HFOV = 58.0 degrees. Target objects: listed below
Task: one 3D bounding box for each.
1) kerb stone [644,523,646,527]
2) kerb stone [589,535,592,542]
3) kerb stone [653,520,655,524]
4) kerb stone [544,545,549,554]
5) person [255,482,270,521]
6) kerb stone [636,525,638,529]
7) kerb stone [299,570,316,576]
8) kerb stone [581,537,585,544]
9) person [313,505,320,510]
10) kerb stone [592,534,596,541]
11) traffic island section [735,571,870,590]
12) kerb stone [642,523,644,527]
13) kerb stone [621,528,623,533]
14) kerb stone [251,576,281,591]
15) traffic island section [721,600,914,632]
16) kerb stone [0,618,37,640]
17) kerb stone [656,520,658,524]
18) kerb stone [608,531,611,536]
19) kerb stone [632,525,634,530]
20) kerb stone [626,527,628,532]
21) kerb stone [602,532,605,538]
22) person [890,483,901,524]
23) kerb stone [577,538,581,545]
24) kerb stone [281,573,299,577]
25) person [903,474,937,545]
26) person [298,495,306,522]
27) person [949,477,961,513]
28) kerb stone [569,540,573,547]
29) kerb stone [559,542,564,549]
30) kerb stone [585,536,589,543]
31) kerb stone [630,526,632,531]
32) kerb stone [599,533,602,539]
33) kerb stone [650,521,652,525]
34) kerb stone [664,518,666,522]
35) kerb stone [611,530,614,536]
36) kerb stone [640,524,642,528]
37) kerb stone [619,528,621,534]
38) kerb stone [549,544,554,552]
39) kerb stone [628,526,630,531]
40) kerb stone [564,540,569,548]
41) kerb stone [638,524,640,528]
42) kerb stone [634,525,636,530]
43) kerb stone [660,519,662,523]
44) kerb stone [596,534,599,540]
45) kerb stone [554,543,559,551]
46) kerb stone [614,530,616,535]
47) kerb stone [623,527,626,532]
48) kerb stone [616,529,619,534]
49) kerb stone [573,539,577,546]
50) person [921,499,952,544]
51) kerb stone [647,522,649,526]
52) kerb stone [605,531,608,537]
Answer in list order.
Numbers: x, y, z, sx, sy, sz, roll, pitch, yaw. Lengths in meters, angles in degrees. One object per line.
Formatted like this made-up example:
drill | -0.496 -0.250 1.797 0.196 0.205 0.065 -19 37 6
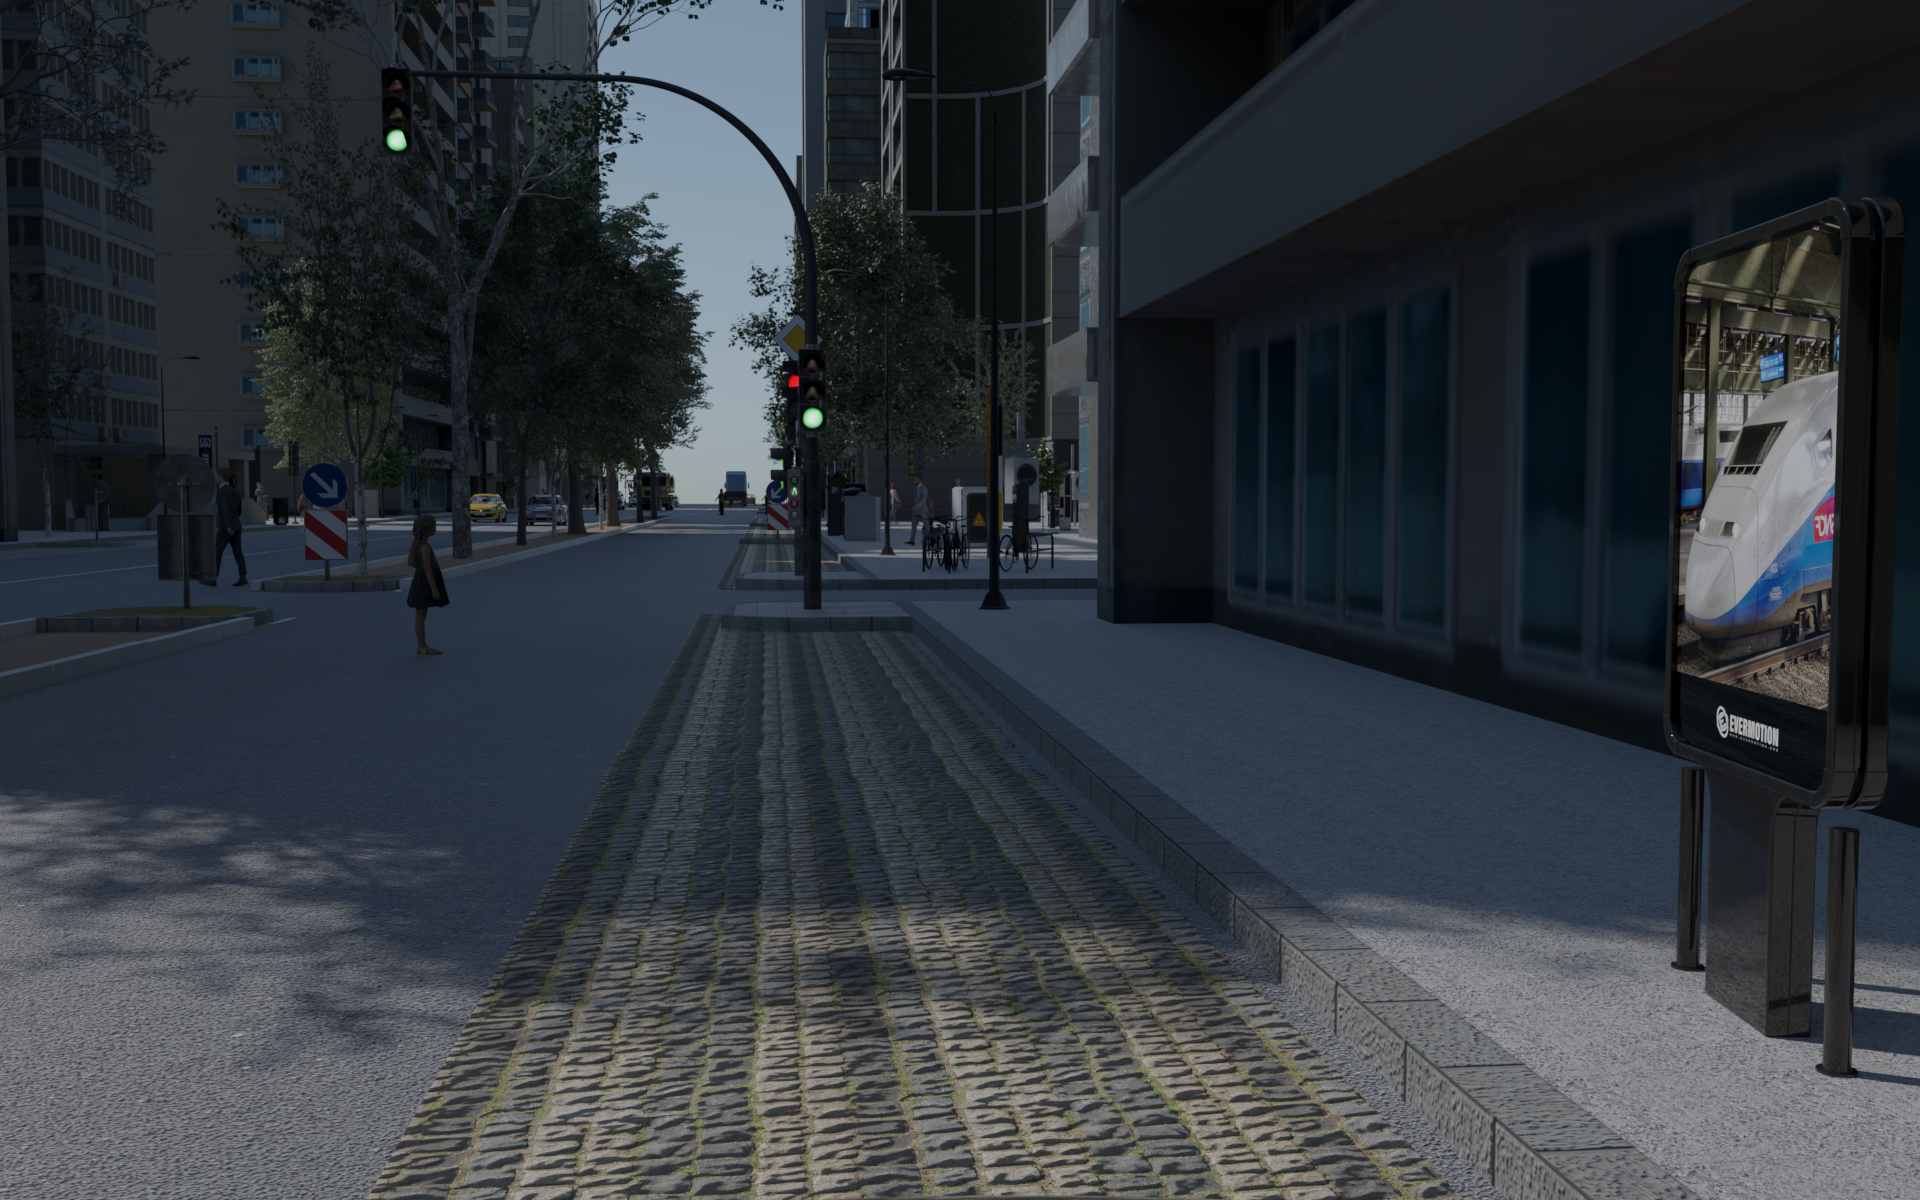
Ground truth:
kerb stone | -13.687 -3.184 74.253 0.120 0.150 1.000 0 4 -6
kerb stone | -11.199 -1.814 51.861 0.120 0.150 1.000 0 4 -6
kerb stone | -14.377 -3.557 80.356 0.120 0.150 1.000 0 4 -6
kerb stone | -10.067 -1.188 41.680 0.120 0.150 1.000 0 4 -6
person | -33.550 -4.738 83.310 0.655 1.846 0.447 -1 4 -20
kerb stone | -13.234 -2.933 70.168 0.120 0.150 1.000 0 4 -6
kerb stone | -10.675 -0.359 28.084 0.120 0.150 1.000 0 4 -6
kerb stone | -10.978 -1.690 49.822 0.120 0.150 1.000 0 4 -6
person | -31.661 -4.812 85.477 0.466 1.731 0.760 3 5 42
kerb stone | -11.317 -1.876 52.876 0.120 0.150 1.000 0 4 -6
traffic island section | -2.510 -0.305 27.270 2.009 0.180 2.903 0 4 -6
kerb stone | -13.573 -3.115 73.238 0.120 0.150 1.000 0 4 -6
kerb stone | -12.446 -2.495 63.052 0.120 0.150 1.000 0 4 -6
kerb stone | -10.447 -0.235 26.045 0.120 0.150 1.000 0 4 -6
traffic island section | -1.630 0.180 19.333 2.009 0.180 2.903 0 4 -6
kerb stone | -9.492 0.292 17.418 0.120 0.150 1.000 0 4 -6
kerb stone | -14.593 -3.682 82.389 0.120 0.150 1.000 0 4 -6
kerb stone | -11.876 -2.181 57.958 0.120 0.150 1.000 0 4 -6
kerb stone | -13.012 -2.810 68.134 0.120 0.150 1.000 0 4 -6
kerb stone | -12.672 -2.618 65.087 0.120 0.150 1.000 0 4 -6
kerb stone | -11.656 -2.061 55.923 0.120 0.150 1.000 0 4 -6
person | -2.868 -4.157 74.594 0.643 1.750 0.593 -2 4 -24
kerb stone | -10.864 -1.628 48.807 0.120 0.150 1.000 0 4 -6
kerb stone | -10.566 -0.295 27.060 0.120 0.150 1.000 0 4 -6
person | -0.979 -2.253 43.152 0.850 1.792 0.678 -2 4 -25
person | -30.791 -4.300 81.022 0.362 1.253 0.373 -3 5 -39
person | -0.053 -2.728 50.925 0.520 1.790 0.573 -1 4 -9
kerb stone | -10.639 -1.503 46.775 0.120 0.150 1.000 0 4 -6
kerb stone | -10.413 -1.378 44.726 0.120 0.150 1.000 0 4 -6
kerb stone | -11.089 -1.748 50.840 0.120 0.150 1.000 0 4 -6
kerb stone | -12.903 -2.748 67.117 0.120 0.150 1.000 0 4 -6
kerb stone | -11.545 -2.001 54.907 0.120 0.150 1.000 0 4 -6
kerb stone | -14.134 -3.433 78.327 0.120 0.150 1.000 0 4 -6
kerb stone | -15.264 -4.055 88.491 0.120 0.150 1.000 0 4 -6
kerb stone | -11.989 -2.248 58.974 0.120 0.150 1.000 0 4 -6
kerb stone | -13.467 -3.059 72.211 0.120 0.150 1.000 0 4 -6
kerb stone | -12.329 -2.437 62.036 0.120 0.150 1.000 0 4 -6
kerb stone | -10.186 -1.254 42.695 0.120 0.150 1.000 0 4 -6
kerb stone | -12.786 -2.685 66.102 0.120 0.150 1.000 0 4 -6
kerb stone | -10.524 -1.432 45.743 0.120 0.150 1.000 0 4 -6
kerb stone | -13.349 -2.991 71.186 0.120 0.150 1.000 0 4 -6
kerb stone | -13.121 -2.872 69.151 0.120 0.150 1.000 0 4 -6
kerb stone | -14.928 -3.868 85.441 0.120 0.150 1.000 0 4 -6
kerb stone | -11.420 -1.937 53.893 0.120 0.150 1.000 0 4 -6
kerb stone | -10.304 -1.316 43.710 0.120 0.150 1.000 0 4 -6
kerb stone | -12.098 -2.312 59.990 0.120 0.150 1.000 0 4 -6
kerb stone | -12.552 -2.561 64.068 0.120 0.150 1.000 0 4 -6
kerb stone | -12.218 -2.374 61.014 0.120 0.150 1.000 0 4 -6
kerb stone | -10.758 -1.564 47.790 0.120 0.150 1.000 0 4 -6
person | -0.617 -2.034 44.793 1.012 1.151 0.738 -3 5 -45
kerb stone | -13.919 -3.309 76.293 0.120 0.150 1.000 0 4 -6
kerb stone | -11.764 -2.119 56.942 0.120 0.150 1.000 0 4 -6
